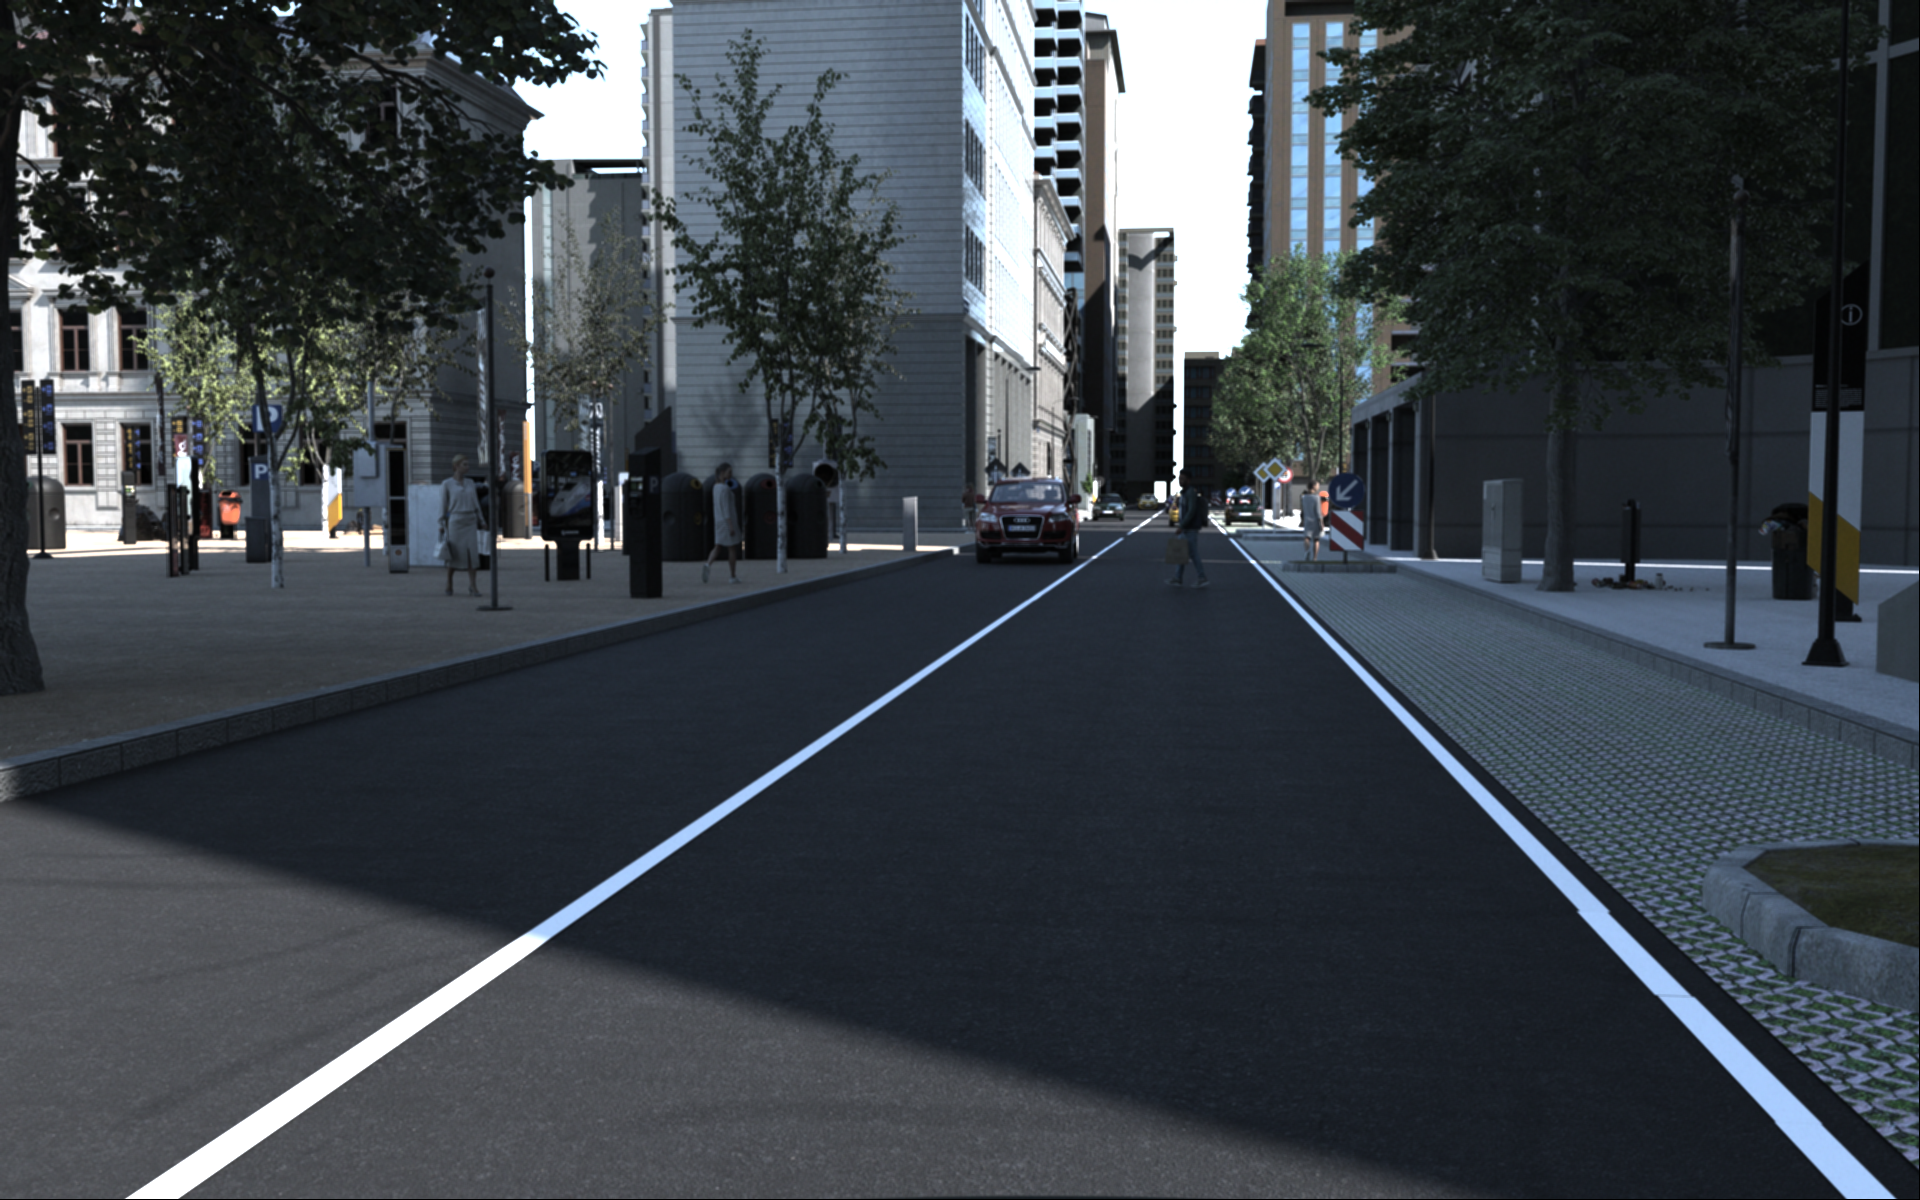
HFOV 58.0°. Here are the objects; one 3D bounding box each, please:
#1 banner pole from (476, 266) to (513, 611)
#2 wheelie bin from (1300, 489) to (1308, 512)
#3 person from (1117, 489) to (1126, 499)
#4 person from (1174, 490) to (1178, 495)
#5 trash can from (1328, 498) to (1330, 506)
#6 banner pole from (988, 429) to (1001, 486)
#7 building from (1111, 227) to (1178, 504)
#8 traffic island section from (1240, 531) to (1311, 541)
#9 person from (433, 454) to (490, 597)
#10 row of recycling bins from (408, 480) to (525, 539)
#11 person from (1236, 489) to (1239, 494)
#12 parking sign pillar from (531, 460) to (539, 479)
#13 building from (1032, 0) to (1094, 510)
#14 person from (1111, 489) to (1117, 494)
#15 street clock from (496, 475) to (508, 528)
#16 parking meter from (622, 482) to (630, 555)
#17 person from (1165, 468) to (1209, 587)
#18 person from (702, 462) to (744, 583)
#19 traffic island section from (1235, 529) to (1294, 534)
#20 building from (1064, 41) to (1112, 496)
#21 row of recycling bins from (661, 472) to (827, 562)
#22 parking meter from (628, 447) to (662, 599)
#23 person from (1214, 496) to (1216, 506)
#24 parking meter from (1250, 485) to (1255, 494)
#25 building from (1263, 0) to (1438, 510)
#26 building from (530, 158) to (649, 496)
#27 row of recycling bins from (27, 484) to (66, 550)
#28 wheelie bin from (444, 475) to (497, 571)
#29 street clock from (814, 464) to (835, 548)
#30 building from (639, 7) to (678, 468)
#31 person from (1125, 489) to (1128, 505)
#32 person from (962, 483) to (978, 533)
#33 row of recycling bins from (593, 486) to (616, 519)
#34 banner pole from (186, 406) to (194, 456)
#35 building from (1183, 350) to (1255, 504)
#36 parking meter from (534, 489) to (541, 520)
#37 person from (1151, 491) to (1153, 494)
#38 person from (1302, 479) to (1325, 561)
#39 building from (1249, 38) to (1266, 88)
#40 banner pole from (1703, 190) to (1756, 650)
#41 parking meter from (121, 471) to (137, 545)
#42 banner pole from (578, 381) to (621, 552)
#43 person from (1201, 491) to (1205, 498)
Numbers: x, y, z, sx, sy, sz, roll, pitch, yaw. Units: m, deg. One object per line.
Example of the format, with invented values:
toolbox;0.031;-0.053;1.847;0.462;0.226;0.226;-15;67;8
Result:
banner pole;-5.289;-1.794;19.352;0.401;3.779;0.863;-2;4;-28
wheelie bin;23.204;-6.635;116.387;0.693;1.594;0.980;1;4;15
person;16.197;-10.335;175.037;1.348;1.821;0.705;1;4;17
person;18.201;-8.310;145.044;1.217;1.739;0.721;2;4;32
trash can;24.952;-6.493;117.814;0.748;1.137;0.748;0;3;0
banner pole;1.349;-4.693;66.747;0.863;3.779;0.401;-3;5;-43
building;17.741;-33.374;237.542;23.993;40.220;32.217;0;4;7
traffic island section;9.868;-1.948;54.134;2.009;0.180;2.903;0;4;7
person;-6.258;-0.942;21.803;0.694;1.780;0.624;-2;4;-28
row of recycling bins;-14.134;-2.612;49.820;3.534;1.692;1.069;-1;4;-8
person;27.609;-10.196;172.757;0.705;1.823;1.348;0;4;6
parking sign pillar;-25.957;-7.060;103.904;1.447;3.967;1.447;0;4;-2
building;1.134;-51.413;153.270;22.319;86.520;31.000;0;4;7
person;14.829;-9.849;167.083;1.348;1.824;0.705;-3;4;-37
street clock;-17.344;-3.722;65.429;0.471;2.002;0.358;0;4;3
parking meter;-6.915;-1.712;36.402;0.372;1.533;0.369;0;3;0
person;3.471;-1.105;26.551;0.713;1.824;0.794;1;4;16
person;-3.383;-1.099;24.765;0.466;1.731;0.760;2;4;27
traffic island section;10.906;-2.432;62.051;2.009;0.180;2.903;0;4;7
building;8.121;-32.199;176.561;14.600;45.320;14.200;0;4;7
row of recycling bins;-4.261;-1.638;33.890;3.534;1.692;1.069;-2;4;-33
parking meter;-3.887;-0.958;21.376;0.255;1.863;0.399;2;4;26
person;30.392;-11.937;206.897;0.421;1.427;0.697;0;4;-7
parking meter;19.748;-6.819;117.198;0.399;1.863;0.255;0;4;-5
building;32.574;-30.222;144.232;14.600;45.320;14.200;0;4;7
building;-43.499;-32.392;213.197;14.086;41.232;14.154;0;4;7
row of recycling bins;-22.032;-2.073;41.011;1.069;1.692;3.534;-3;5;-42
wheelie bin;-8.244;-1.304;29.228;0.693;1.594;0.980;3;4;38
street clock;-3.238;-2.249;41.338;0.471;2.002;0.358;-1;4;-11
building;-22.685;-40.636;206.401;28.212;58.520;21.231;0;4;7
person;19.191;-11.838;199.598;0.705;1.823;1.348;0;4;0
person;0.348;-3.238;61.412;0.573;1.828;0.580;0;4;6
row of recycling bins;-17.375;-5.062;89.883;3.534;1.692;1.069;-1;4;-17
banner pole;-21.715;-3.603;48.927;0.401;3.779;0.863;-2;4;-33
building;44.616;-23.738;233.163;28.899;21.520;27.650;0;4;7
parking meter;-20.975;-4.757;86.186;0.372;1.533;0.369;0;3;0
person;21.679;-11.350;194.751;0.721;1.739;1.217;-2;4;-35
person;7.152;-1.581;35.096;0.466;1.731;0.760;1;4;14
building;38.610;-31.224;165.137;22.147;44.769;28.867;0;4;7
banner pole;6.315;-1.477;14.167;0.401;3.779;0.863;2;4;30
parking meter;-21.014;-2.329;43.794;0.255;1.863;0.399;-3;4;-36
banner pole;-8.161;-3.027;39.501;0.863;3.779;0.401;1;4;16
person;27.285;-11.379;194.551;0.705;1.822;1.348;-1;4;-10
